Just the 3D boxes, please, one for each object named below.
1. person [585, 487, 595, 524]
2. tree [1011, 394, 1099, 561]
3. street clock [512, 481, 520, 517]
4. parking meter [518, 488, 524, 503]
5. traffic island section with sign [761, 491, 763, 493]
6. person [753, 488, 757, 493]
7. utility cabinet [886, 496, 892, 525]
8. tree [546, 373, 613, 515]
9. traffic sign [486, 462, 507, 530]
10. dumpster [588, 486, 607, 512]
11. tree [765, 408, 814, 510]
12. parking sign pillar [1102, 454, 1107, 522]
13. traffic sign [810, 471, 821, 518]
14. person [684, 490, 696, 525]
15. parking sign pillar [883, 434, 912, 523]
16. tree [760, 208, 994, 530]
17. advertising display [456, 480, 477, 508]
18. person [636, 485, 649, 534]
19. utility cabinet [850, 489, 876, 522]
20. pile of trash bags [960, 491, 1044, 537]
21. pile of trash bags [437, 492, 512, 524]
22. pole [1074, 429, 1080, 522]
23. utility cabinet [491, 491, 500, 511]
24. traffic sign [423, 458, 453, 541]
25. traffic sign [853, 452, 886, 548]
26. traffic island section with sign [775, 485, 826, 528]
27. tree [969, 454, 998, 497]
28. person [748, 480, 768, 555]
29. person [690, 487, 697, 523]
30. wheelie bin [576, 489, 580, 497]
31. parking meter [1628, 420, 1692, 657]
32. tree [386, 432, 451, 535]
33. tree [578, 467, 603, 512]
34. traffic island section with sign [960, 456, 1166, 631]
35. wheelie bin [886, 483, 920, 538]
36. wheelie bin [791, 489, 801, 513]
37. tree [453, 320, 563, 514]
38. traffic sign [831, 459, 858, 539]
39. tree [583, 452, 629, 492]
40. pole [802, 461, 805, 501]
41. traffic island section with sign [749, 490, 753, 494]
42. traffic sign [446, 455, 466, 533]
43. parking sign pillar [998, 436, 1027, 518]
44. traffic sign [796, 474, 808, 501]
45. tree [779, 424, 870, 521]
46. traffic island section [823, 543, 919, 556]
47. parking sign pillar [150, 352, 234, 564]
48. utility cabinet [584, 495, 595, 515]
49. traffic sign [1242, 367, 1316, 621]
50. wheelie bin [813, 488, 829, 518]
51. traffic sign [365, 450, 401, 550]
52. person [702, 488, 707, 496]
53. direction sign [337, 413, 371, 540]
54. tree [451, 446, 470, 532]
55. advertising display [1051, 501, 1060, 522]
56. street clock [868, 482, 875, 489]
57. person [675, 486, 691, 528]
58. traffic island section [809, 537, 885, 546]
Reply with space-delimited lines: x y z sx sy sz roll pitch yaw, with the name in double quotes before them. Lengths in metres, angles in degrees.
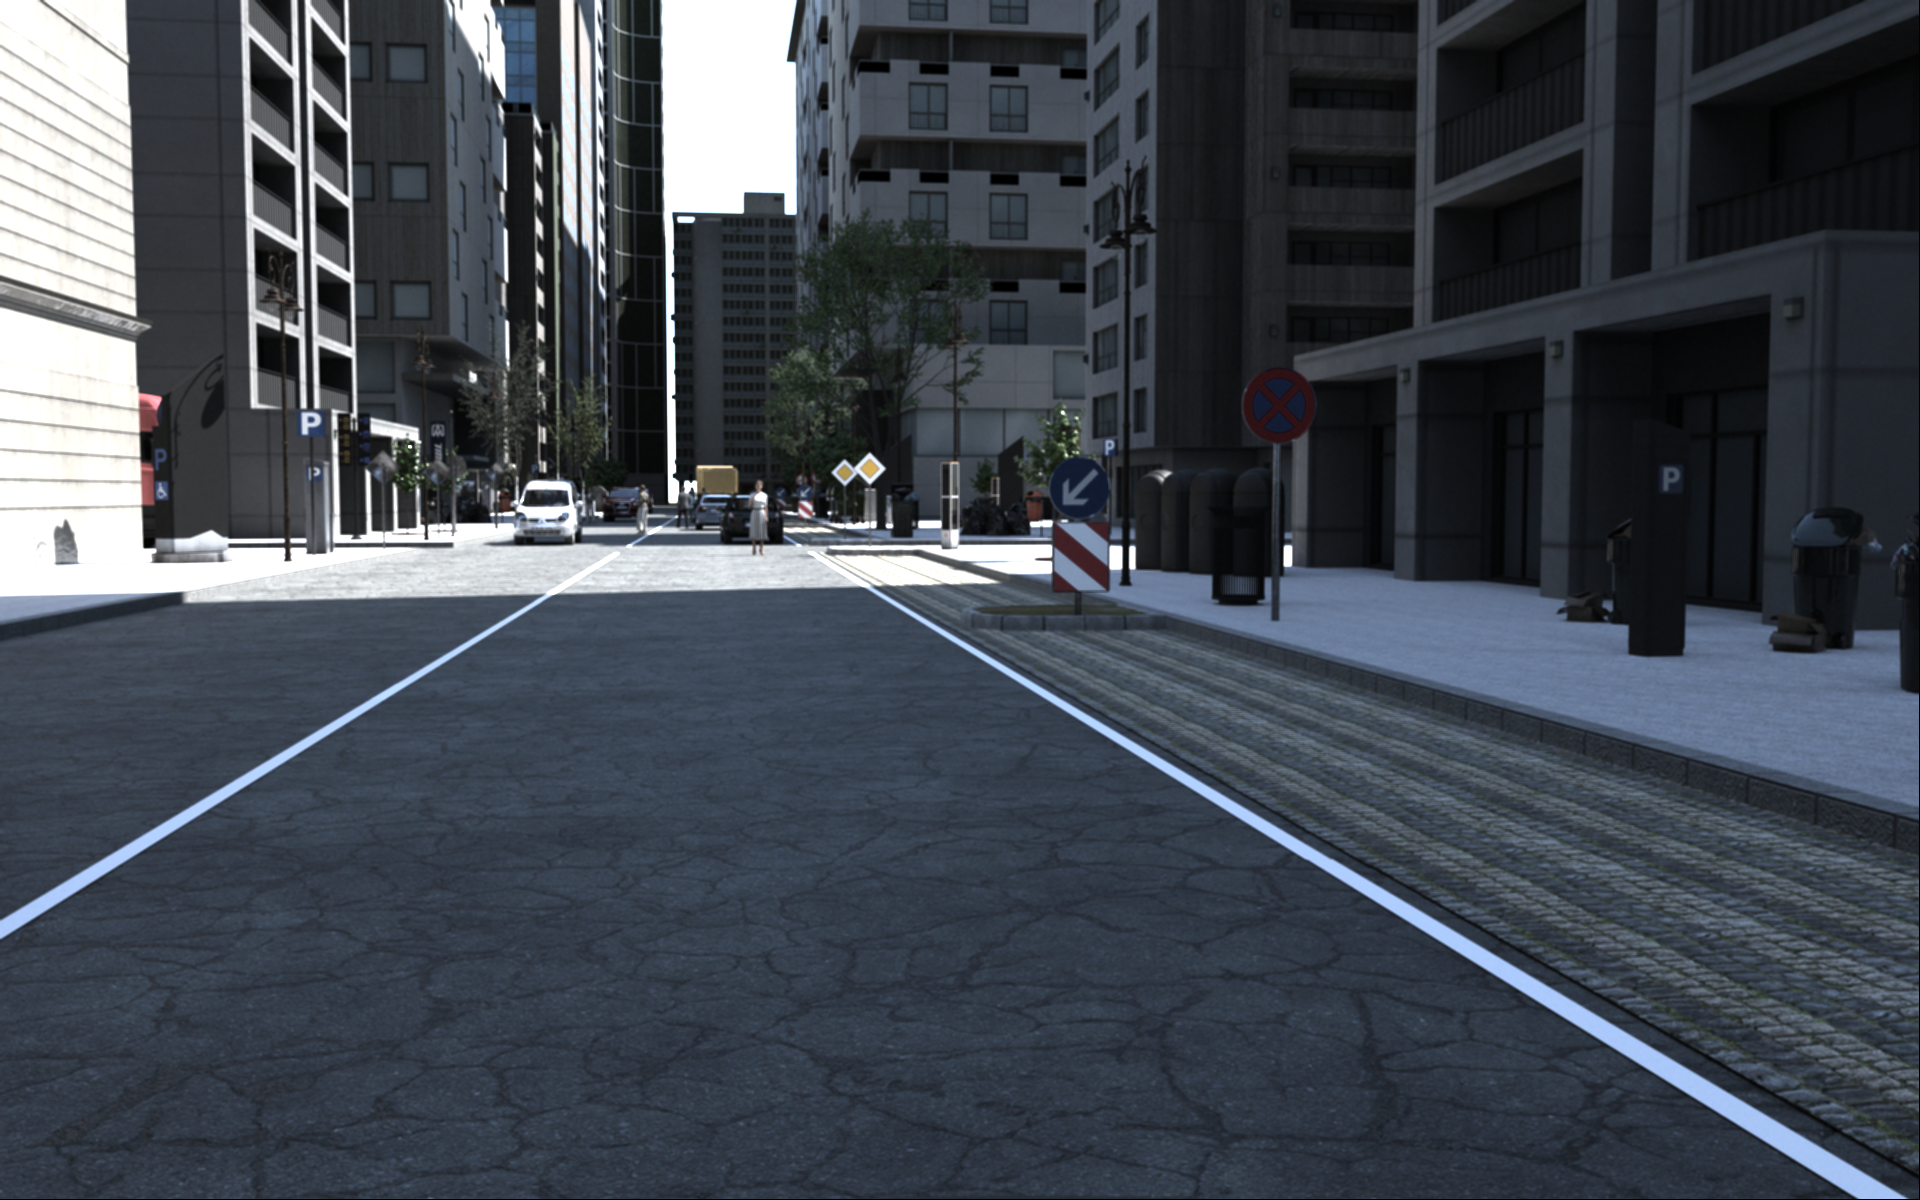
"person" -17.805 -4.541 83.287 0.519 1.759 0.362 1 4 8
"tree" 2.036 -2.377 33.468 1.663 3.219 1.824 0 3 0
"street clock" -24.049 -5.465 93.917 0.358 2.002 0.471 -3 5 -42
"parking meter" -18.764 -4.022 74.173 0.372 1.533 0.369 0 3 0
"traffic island section with sign" -10.601 -5.655 101.079 1.989 1.847 2.006 0 4 -8
"person" -9.641 -4.452 82.122 0.563 1.720 0.643 2 4 32
"utility cabinet" -2.939 -3.805 73.368 0.306 1.237 1.020 0 4 -5
"tree" -23.155 -9.511 105.874 4.737 8.622 4.395 0 3 0
"traffic sign" -16.683 -3.742 62.370 0.795 2.450 0.064 0 4 -3
"dumpster" -25.234 -7.006 120.300 1.264 1.857 1.865 0 4 -8
"tree" -13.535 -11.546 139.138 4.737 8.622 4.395 0 3 0
"parking sign pillar" 6.575 -5.129 72.334 1.447 3.967 1.447 2 4 35
"traffic sign" -7.515 -5.593 91.559 0.768 2.556 0.104 0 4 -3
"person" -12.562 -4.298 80.584 0.589 1.601 0.330 -3 4 -36
"parking sign pillar" -2.827 -5.434 77.316 1.447 3.967 1.447 -1 4 -18
"tree" -2.734 -8.327 61.902 9.928 11.665 9.643 0 3 0
"advertising display" -22.825 -4.575 80.009 0.974 1.923 0.123 0 4 4
"person" -11.487 -3.272 62.549 0.362 1.759 0.519 2 4 31
"utility cabinet" -4.429 -4.302 79.014 1.173 1.500 0.318 -1 4 -15
"pile of trash bags" 1.501 -2.659 53.225 1.912 1.369 3.447 -2 4 -33
"pile of trash bags" -21.428 -4.097 76.742 3.447 1.369 1.912 -3 5 -44
"pole" 3.543 -3.588 52.500 0.158 3.312 0.155 0 3 0
"utility cabinet" -31.572 -6.636 117.178 1.173 1.500 0.318 3 4 37
"traffic sign" -14.360 -2.693 47.678 0.795 2.450 0.064 0 4 -8
"traffic sign" -2.152 -2.304 41.318 0.795 2.450 0.064 0 4 -8
"traffic island section with sign" -6.746 -3.990 73.871 1.989 1.847 2.006 0 4 -8
"tree" 1.155 -5.474 84.104 1.663 3.219 1.824 0 3 0
"person" -4.733 -1.933 40.680 0.480 1.755 0.524 -1 4 -22
"person" -13.162 -4.705 85.613 0.473 1.802 0.592 2 4 24
"wheelie bin" -25.350 -6.454 113.426 0.980 1.594 0.693 0 4 -5
"parking meter" 5.560 -0.492 13.753 0.399 1.863 0.255 -1 4 -16
"tree" -17.156 -3.641 54.128 1.663 3.219 1.824 0 3 0
"tree" -26.590 -7.915 124.004 1.663 3.219 1.824 0 3 0
"traffic island section with sign" 1.048 -0.633 18.973 1.989 1.847 2.006 0 4 -8
"wheelie bin" -1.671 -2.636 51.013 0.980 1.594 0.693 0 4 -5
"wheelie bin" -10.920 -6.618 116.108 0.693 1.594 0.980 1 4 17
"tree" -18.826 -7.464 72.401 4.360 8.622 3.978 0 3 0
"traffic sign" -3.274 -2.788 49.224 0.795 2.450 0.064 0 4 -8
"tree" -29.240 -9.846 144.698 4.285 4.588 4.351 0 3 0
"pole" -9.779 -6.992 108.161 0.158 3.312 0.155 0 3 0
"traffic island section with sign" -21.366 -10.300 177.034 1.989 1.847 2.006 0 4 -8
"traffic sign" -16.505 -3.453 56.560 0.768 2.556 0.104 0 4 -4
"parking sign pillar" 2.437 -5.631 80.531 1.447 3.967 1.447 2 4 26
"traffic sign" -9.998 -6.686 109.429 0.768 2.556 0.104 0 4 -5
"tree" -5.635 -5.993 81.695 4.285 4.588 4.351 0 3 0
"traffic island section" -2.130 -1.169 41.399 2.009 0.180 2.903 0 4 -8
"parking sign pillar" -14.454 -2.693 32.511 1.447 3.967 1.447 2 4 26
"utility cabinet" -23.116 -5.926 108.055 0.306 1.237 1.020 1 4 14
"traffic sign" 3.197 -1.063 17.485 0.768 2.556 0.104 0 4 -7
"wheelie bin" -7.390 -5.167 92.388 0.693 1.594 0.980 -3 5 -42
"traffic sign" -13.239 -2.210 39.772 0.795 2.450 0.064 0 4 -8
"person" -15.680 -5.968 106.192 0.853 1.813 0.709 -3 4 -39
"direction sign" -16.949 -3.458 48.535 0.876 3.537 0.379 -1 4 -8
"tree" -17.437 -3.934 58.918 1.663 3.219 1.824 0 3 0
"advertising display" 4.455 -4.575 80.019 0.123 1.923 0.974 -1 4 -19
"street clock" -4.329 -4.895 84.608 0.358 2.002 0.471 1 4 11
"person" -11.725 -3.934 73.218 0.661 1.777 0.834 -3 4 -38
"traffic island section" -3.252 -1.653 49.305 2.009 0.180 2.903 0 4 -8
